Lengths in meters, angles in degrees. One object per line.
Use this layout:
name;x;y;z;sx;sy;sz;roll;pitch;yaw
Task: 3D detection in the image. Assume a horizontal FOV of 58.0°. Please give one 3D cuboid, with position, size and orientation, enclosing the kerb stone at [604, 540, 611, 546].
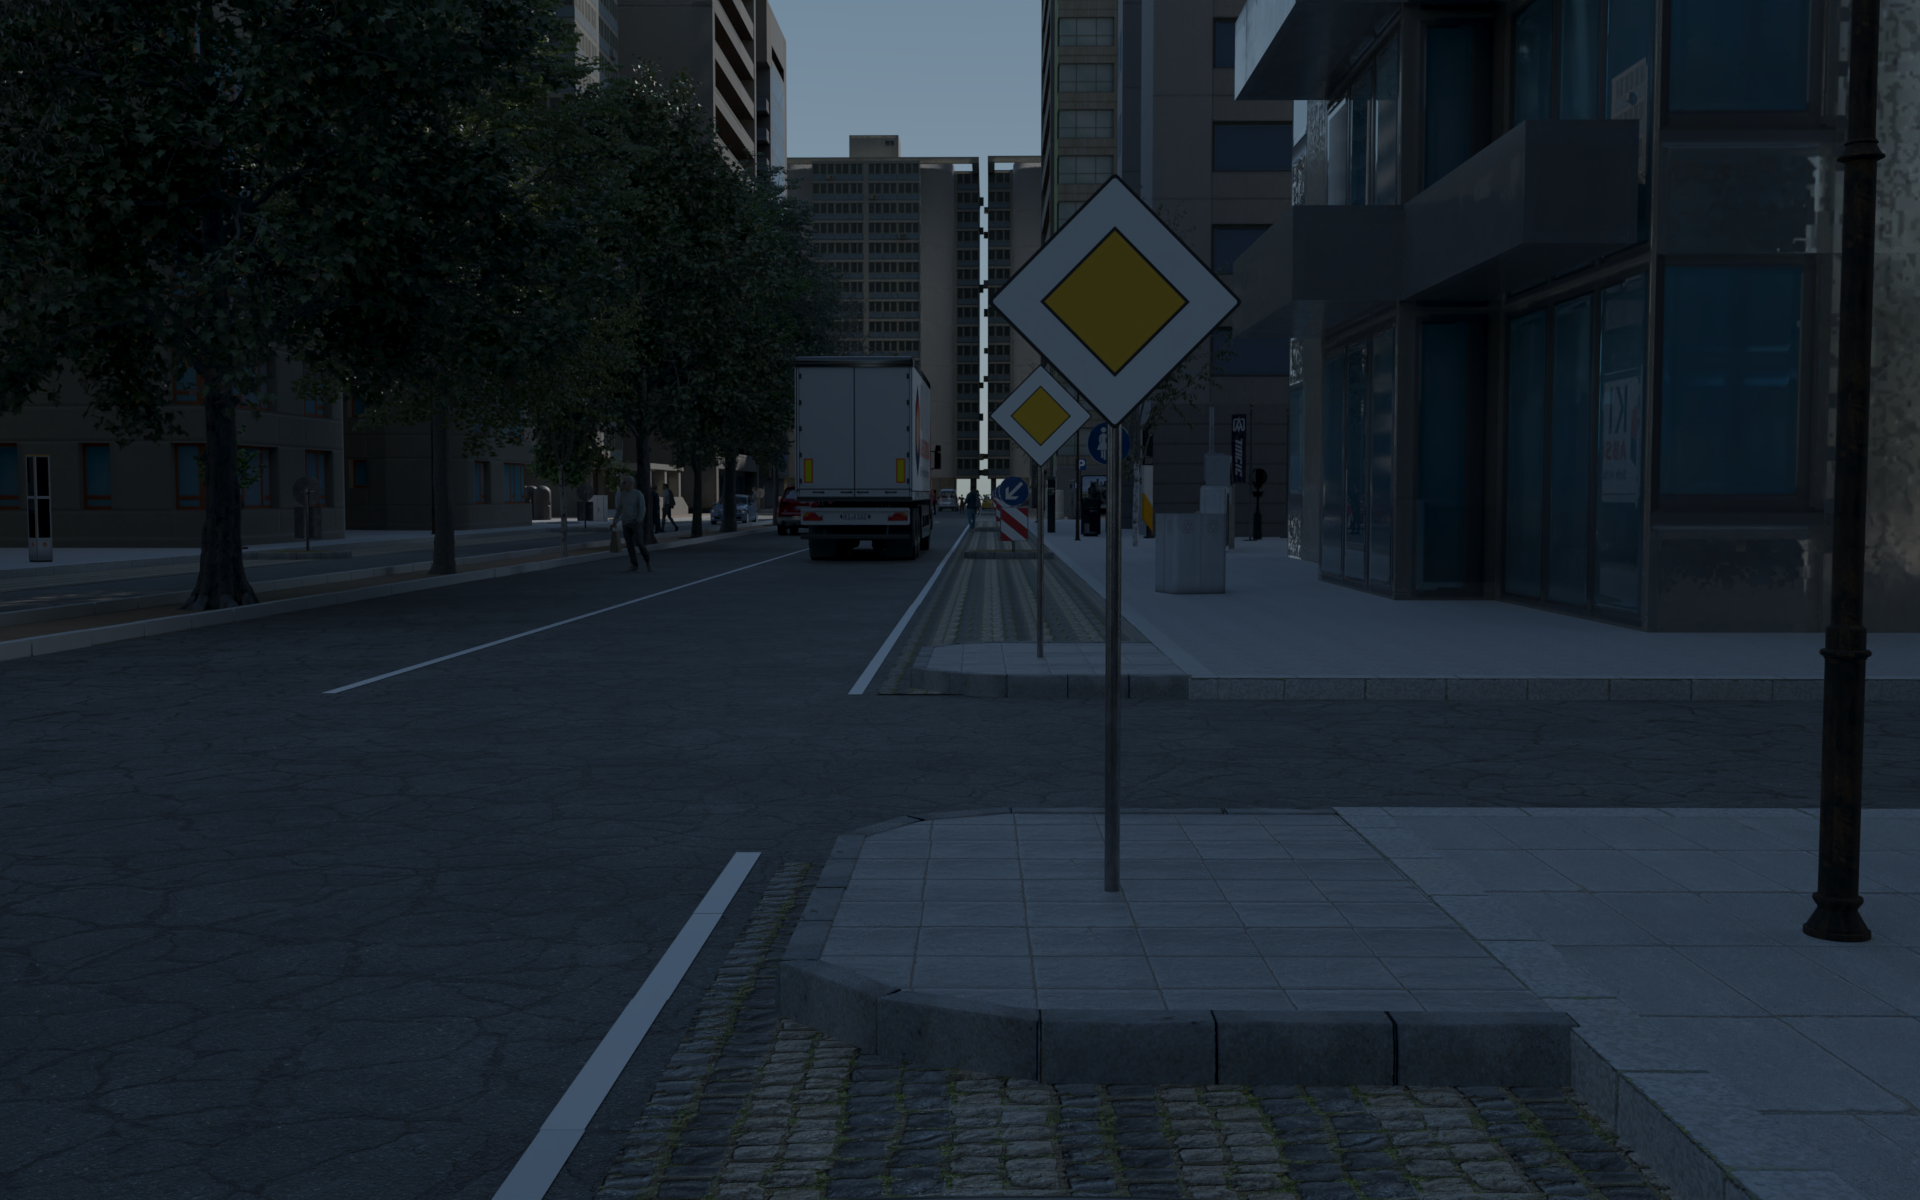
kerb stone;-9.813;-1.556;47.631;0.120;0.150;1.000;0;4;1

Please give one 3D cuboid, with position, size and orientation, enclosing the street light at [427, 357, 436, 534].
street light;-16.756;-5.027;54.976;0.468;5.910;1.993;0;4;1

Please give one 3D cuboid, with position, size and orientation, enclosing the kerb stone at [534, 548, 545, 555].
kerb stone;-9.943;-1.116;40.460;0.120;0.150;1.000;0;4;1

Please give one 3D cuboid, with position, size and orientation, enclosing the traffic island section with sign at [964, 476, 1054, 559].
traffic island section with sign;1.089;-1.842;38.738;1.989;1.847;2.006;0;4;1

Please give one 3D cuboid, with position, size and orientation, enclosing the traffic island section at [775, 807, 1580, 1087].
traffic island section;0.512;1.019;5.619;2.009;0.180;2.903;0;4;1

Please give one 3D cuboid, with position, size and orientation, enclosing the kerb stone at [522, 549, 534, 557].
kerb stone;-9.953;-1.050;39.431;0.120;0.150;1.000;0;4;1

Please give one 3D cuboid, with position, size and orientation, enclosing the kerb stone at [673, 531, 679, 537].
kerb stone;-9.632;-2.182;57.892;0.120;0.150;1.000;0;4;1

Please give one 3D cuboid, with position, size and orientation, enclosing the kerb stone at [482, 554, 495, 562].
kerb stone;-10.011;-0.861;36.361;0.120;0.150;1.000;0;4;1

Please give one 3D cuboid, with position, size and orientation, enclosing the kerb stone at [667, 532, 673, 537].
kerb stone;-9.656;-2.121;56.869;0.120;0.150;1.000;0;4;1

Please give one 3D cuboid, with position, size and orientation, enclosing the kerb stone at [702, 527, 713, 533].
kerb stone;-9.511;-2.621;65.047;0.120;0.150;1.000;0;4;1

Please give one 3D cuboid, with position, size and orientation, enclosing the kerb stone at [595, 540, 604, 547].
kerb stone;-9.833;-1.492;46.609;0.120;0.150;1.000;0;4;1

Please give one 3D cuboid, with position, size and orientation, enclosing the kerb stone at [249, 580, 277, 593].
kerb stone;-10.202;-0.177;25.092;0.120;0.150;1.000;0;4;1

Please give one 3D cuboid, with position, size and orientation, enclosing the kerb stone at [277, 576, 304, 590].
kerb stone;-10.184;-0.236;26.115;0.120;0.150;1.000;0;4;1

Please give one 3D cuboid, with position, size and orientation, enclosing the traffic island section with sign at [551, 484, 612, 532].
traffic island section with sign;-14.228;-3.474;65.430;1.989;1.847;2.006;0;4;1

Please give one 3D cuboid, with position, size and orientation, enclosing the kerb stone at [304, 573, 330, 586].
kerb stone;-10.169;-0.301;27.145;0.120;0.150;1.000;0;4;1

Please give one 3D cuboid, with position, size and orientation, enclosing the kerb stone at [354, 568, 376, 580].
kerb stone;-10.128;-0.428;29.192;0.120;0.150;1.000;0;4;1

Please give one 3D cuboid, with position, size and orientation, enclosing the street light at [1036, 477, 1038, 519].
street light;3.937;-7.022;87.595;0.468;5.910;1.993;0;4;1

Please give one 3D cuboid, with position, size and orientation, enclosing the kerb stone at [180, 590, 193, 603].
kerb stone;-10.238;-0.052;23.042;0.120;0.150;1.000;0;4;1

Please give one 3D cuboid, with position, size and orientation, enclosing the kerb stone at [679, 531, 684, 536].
kerb stone;-9.620;-2.246;58.914;0.120;0.150;1.000;0;4;1

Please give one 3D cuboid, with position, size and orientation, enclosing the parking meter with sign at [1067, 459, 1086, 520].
parking meter with sign;5.821;-5.564;87.239;0.543;3.016;1.738;-1;4;-14

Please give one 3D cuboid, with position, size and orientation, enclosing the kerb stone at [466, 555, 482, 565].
kerb stone;-10.021;-0.798;35.336;0.120;0.150;1.000;0;4;1

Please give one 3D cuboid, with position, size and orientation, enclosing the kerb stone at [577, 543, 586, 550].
kerb stone;-9.865;-1.364;44.552;0.120;0.150;1.000;0;4;1

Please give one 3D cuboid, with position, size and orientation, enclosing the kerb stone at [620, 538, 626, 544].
kerb stone;-9.759;-1.744;50.715;0.120;0.150;1.000;0;4;1

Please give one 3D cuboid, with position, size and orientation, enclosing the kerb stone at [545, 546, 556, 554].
kerb stone;-9.918;-1.173;41.482;0.120;0.150;1.000;0;4;1

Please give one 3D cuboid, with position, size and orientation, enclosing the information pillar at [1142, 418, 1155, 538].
information pillar;5.431;-3.592;50.084;0.183;3.616;0.504;3;4;37

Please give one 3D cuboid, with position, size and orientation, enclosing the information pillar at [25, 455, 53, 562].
information pillar;-17.327;-1.719;32.592;0.304;2.012;0.304;2;4;33

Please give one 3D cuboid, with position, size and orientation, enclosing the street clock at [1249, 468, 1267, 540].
street clock;8.384;-2.703;48.756;0.471;2.002;0.358;-1;4;-17

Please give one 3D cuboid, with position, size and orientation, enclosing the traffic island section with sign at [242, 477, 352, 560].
traffic island section with sign;-14.685;-1.826;38.478;1.989;1.847;2.006;0;4;1

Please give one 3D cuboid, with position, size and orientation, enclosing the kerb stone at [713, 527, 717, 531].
kerb stone;-9.496;-2.681;66.071;0.120;0.150;1.000;0;4;1

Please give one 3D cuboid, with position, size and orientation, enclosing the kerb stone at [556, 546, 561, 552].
kerb stone;-9.899;-1.238;42.508;0.120;0.150;1.000;0;4;1

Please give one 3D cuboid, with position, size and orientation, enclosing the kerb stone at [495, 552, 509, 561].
kerb stone;-9.994;-0.926;37.385;0.120;0.150;1.000;0;4;1

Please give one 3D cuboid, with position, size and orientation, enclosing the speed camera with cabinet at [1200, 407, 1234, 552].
speed camera with cabinet;5.745;-2.715;38.720;0.660;3.252;2.038;1;4;13

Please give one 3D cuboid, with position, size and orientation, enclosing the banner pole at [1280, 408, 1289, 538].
banner pole;9.743;-3.684;50.255;0.863;3.779;0.401;1;4;13

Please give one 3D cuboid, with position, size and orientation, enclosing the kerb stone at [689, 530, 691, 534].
kerb stone;-9.586;-2.371;60.959;0.120;0.150;1.000;0;4;1

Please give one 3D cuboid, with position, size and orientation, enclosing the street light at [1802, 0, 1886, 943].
street light;2.552;-1.962;4.862;0.468;5.910;1.993;0;4;1

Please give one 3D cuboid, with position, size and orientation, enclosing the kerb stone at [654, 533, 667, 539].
kerb stone;-9.669;-2.058;55.847;0.120;0.150;1.000;0;4;1

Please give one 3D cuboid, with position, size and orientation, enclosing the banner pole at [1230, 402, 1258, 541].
banner pole;7.791;-3.520;47.568;0.863;3.779;0.401;3;5;39

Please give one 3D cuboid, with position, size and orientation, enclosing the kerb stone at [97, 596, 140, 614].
kerb stone;-10.274;0.074;20.990;0.120;0.150;1.000;0;4;1

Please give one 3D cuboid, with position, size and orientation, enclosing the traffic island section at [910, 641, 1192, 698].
traffic island section;0.650;0.531;13.603;2.009;0.180;2.903;0;4;1

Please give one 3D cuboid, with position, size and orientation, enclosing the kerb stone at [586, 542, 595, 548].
kerb stone;-9.850;-1.430;45.580;0.120;0.150;1.000;0;4;1

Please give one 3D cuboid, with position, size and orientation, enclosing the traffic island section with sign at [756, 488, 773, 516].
traffic island section with sign;-13.353;-6.544;115.623;1.989;1.847;2.006;0;4;1

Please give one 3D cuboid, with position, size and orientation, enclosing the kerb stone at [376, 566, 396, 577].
kerb stone;-10.110;-0.490;30.214;0.120;0.150;1.000;0;4;1

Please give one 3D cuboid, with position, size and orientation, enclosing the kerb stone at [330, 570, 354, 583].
kerb stone;-10.148;-0.364;28.170;0.120;0.150;1.000;0;4;1

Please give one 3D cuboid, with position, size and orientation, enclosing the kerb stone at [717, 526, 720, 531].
kerb stone;-9.480;-2.746;67.099;0.120;0.150;1.000;0;4;1

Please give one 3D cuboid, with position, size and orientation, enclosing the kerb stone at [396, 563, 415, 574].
kerb stone;-10.096;-0.547;31.240;0.120;0.150;1.000;0;4;1

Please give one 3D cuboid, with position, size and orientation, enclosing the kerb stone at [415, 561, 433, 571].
kerb stone;-10.076;-0.616;32.267;0.120;0.150;1.000;0;4;1

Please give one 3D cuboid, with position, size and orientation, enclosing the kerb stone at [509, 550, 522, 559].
kerb stone;-9.973;-0.992;38.408;0.120;0.150;1.000;0;4;1

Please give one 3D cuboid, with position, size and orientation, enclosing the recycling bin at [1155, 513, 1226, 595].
recycling bin;2.991;-0.609;22.506;0.722;1.027;0.722;-1;4;-15

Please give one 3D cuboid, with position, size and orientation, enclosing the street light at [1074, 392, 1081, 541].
street light;3.239;-4.573;47.564;0.468;5.910;1.993;0;4;1

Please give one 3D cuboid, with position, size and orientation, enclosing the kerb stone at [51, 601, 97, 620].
kerb stone;-10.296;0.136;19.964;0.120;0.150;1.000;0;4;1

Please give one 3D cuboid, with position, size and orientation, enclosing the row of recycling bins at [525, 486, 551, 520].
row of recycling bins;-21.554;-4.855;86.486;1.069;1.692;3.534;-3;5;-42

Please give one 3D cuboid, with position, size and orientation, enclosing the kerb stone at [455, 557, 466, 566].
kerb stone;-10.046;-0.741;34.311;0.120;0.150;1.000;0;4;1

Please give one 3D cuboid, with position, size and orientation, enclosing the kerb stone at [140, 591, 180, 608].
kerb stone;-10.249;0.011;22.017;0.120;0.150;1.000;0;4;1

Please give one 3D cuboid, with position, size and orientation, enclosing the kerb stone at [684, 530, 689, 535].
kerb stone;-9.604;-2.303;59.937;0.120;0.150;1.000;0;4;1

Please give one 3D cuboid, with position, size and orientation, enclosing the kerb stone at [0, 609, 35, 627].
kerb stone;-10.304;0.199;18.942;0.120;0.150;1.000;0;4;1

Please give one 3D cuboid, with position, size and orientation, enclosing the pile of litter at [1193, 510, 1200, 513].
pile of litter;6.184;-1.919;45.346;1.719;0.858;1.176;2;4;31

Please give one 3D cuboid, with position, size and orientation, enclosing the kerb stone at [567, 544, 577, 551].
kerb stone;-9.881;-1.300;43.530;0.120;0.150;1.000;0;4;1

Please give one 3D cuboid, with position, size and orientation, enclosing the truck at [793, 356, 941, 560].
truck;-2.020;-3.182;40.933;2.839;4.237;11.283;0;4;1
